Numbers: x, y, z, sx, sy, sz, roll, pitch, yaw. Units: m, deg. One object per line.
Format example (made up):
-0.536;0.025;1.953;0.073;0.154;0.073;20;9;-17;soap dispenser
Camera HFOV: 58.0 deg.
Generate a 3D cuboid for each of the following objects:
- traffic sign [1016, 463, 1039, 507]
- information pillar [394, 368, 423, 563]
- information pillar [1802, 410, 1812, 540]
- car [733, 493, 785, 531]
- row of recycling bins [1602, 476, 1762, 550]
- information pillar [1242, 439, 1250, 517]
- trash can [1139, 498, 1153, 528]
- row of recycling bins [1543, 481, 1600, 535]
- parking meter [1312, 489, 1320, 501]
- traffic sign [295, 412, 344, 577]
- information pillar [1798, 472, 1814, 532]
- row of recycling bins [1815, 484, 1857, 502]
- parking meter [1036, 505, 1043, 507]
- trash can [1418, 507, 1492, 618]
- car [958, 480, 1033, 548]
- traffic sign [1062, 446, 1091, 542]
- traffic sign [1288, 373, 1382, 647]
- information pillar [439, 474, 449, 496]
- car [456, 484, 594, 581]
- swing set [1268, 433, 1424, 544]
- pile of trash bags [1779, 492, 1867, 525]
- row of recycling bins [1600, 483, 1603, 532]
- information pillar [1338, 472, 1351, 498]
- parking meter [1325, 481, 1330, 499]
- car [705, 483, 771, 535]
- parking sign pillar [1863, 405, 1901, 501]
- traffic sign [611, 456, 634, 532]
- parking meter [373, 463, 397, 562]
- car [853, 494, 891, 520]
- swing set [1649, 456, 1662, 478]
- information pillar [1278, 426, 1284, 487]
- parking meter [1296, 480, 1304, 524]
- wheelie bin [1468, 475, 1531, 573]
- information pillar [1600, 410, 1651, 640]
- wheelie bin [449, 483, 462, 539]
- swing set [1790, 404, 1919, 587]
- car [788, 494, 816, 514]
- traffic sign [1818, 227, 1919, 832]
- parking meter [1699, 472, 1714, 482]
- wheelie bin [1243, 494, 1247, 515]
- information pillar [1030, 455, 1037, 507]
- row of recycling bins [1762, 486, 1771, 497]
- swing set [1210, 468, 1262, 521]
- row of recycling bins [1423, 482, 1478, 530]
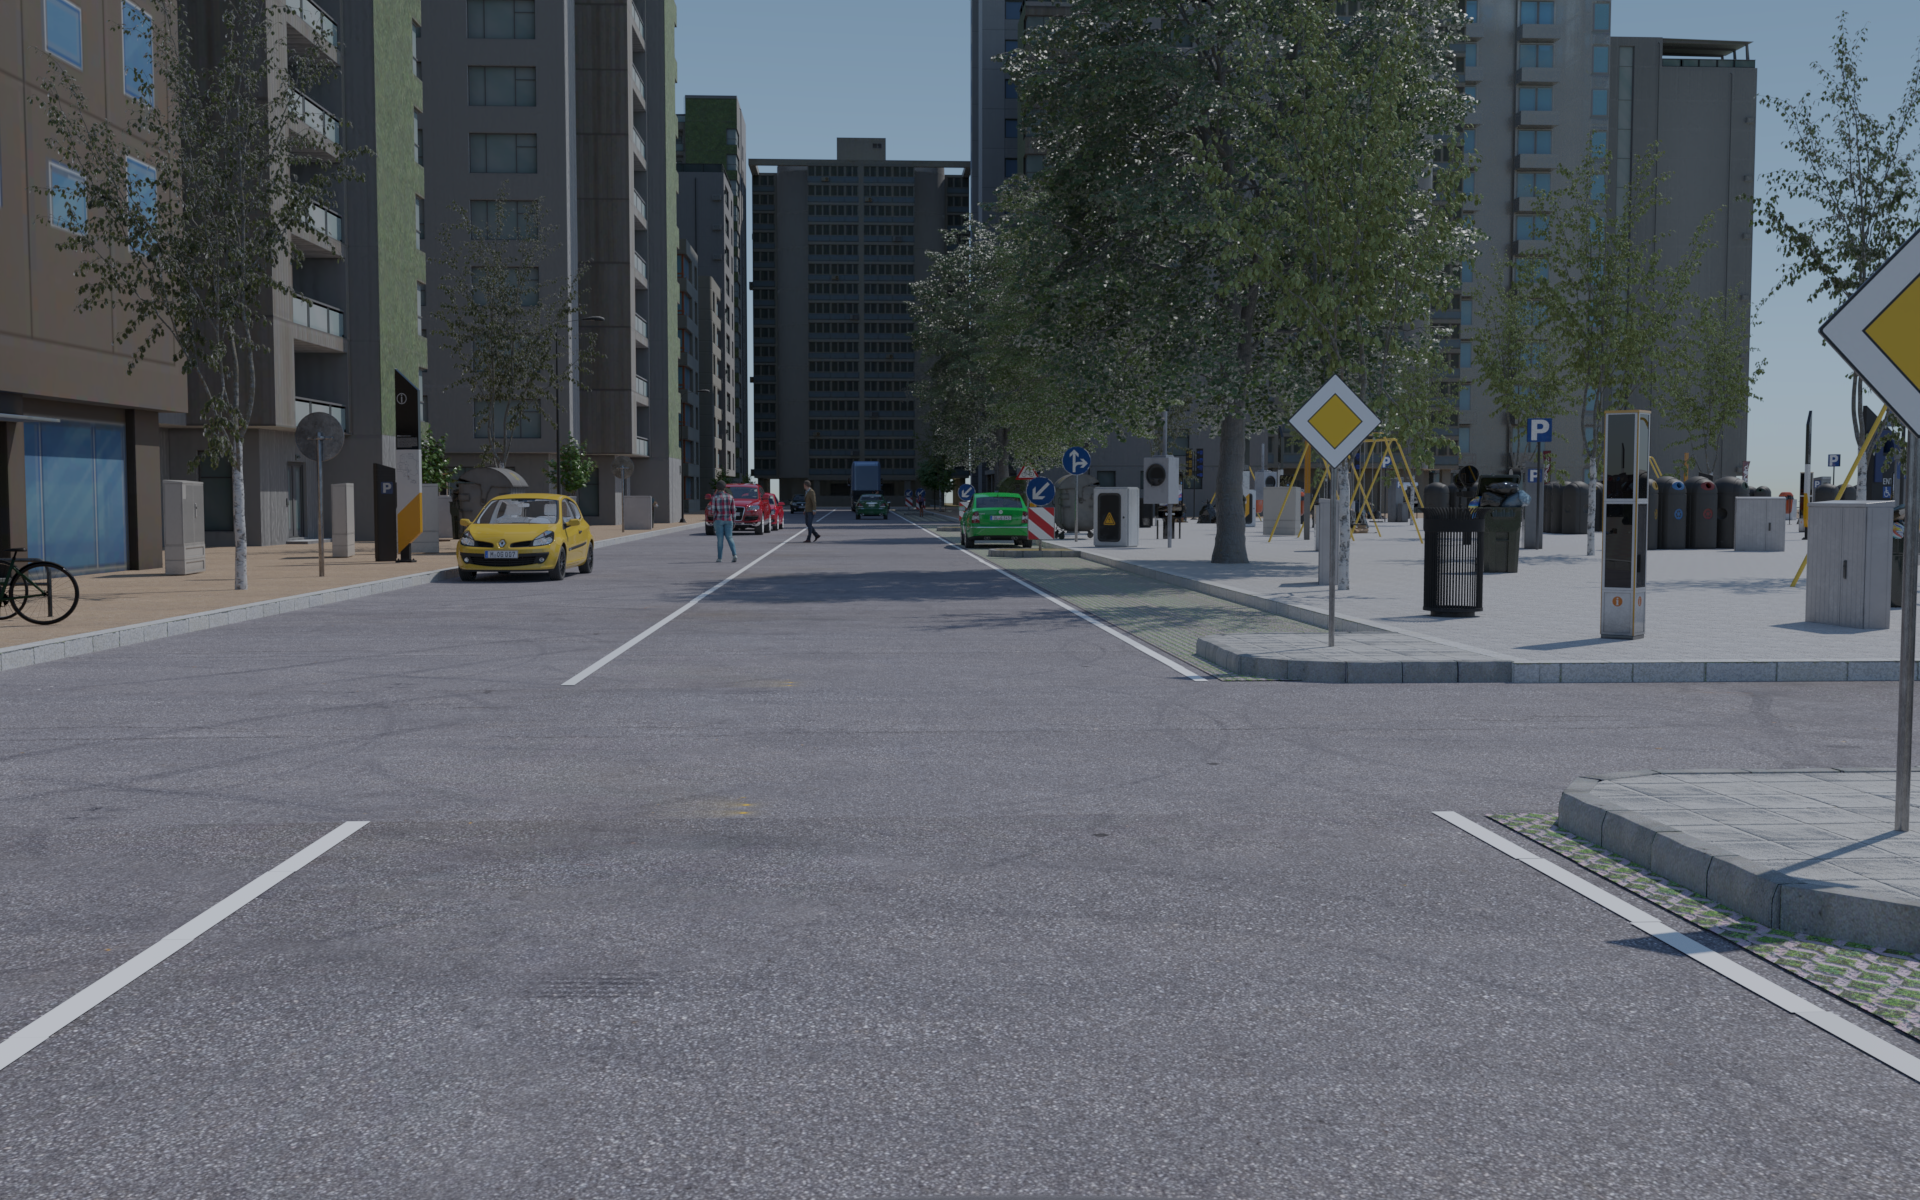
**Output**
2.479;-3.876;63.384;0.884;2.594;0.081;0;4;2;traffic sign
-10.313;-2.508;32.366;0.504;3.616;0.183;1;4;13;information pillar
23.682;-3.488;48.388;0.183;3.616;0.504;2;4;34;information pillar
-8.015;-3.659;68.861;2.155;1.783;4.494;0;4;-2;car
16.834;-2.035;40.384;3.534;1.692;1.069;-1;4;-21;row of recycling bins
10.210;-4.357;62.598;0.504;3.616;0.183;-1;4;-12;information pillar
7.049;-3.320;65.930;0.748;1.137;0.748;0;3;0;trash can
19.746;-3.027;56.610;1.069;1.692;3.534;0;4;4;row of recycling bins
17.881;-4.811;87.065;0.372;1.533;0.369;0;3;0;parking meter
-9.919;-1.635;26.838;0.768;2.556;0.104;0;4;2;traffic sign
28.361;-3.276;58.059;0.304;2.012;0.304;0;4;-7;information pillar
35.586;-3.791;69.095;3.534;1.692;1.069;-2;4;-24;row of recycling bins
3.396;-4.046;74.570;0.372;1.533;0.369;0;3;0;parking meter
5.181;-0.399;18.180;0.748;1.137;0.748;0;3;0;trash can
0.952;-2.335;46.975;1.959;1.807;4.718;0;4;-3;car
3.122;-2.834;46.442;0.768;2.556;0.104;0;4;5;traffic sign
3.122;-0.665;14.510;0.795;2.450;0.064;0;4;-3;traffic sign
-18.496;-3.525;62.120;0.304;2.012;0.304;0;4;-4;information pillar
-7.463;-1.203;29.890;2.015;1.641;3.980;0;4;-2;car
10.139;-2.912;45.238;2.862;2.851;3.119;-2;4;-25;swing set
36.017;-3.861;72.887;3.447;1.369;1.912;-1;4;-11;pile of trash bags
22.282;-3.113;58.004;1.069;1.692;3.534;-2;4;-24;row of recycling bins
12.864;-3.277;58.064;0.304;2.012;0.304;-3;5;-42;information pillar
16.869;-4.484;79.025;0.399;1.863;0.255;-2;4;-33;parking meter
-7.941;-3.277;62.257;2.281;1.827;5.304;0;4;-2;car
28.148;-3.940;52.891;1.447;3.967;1.447;-2;4;-23;parking sign pillar
-11.291;-3.540;57.977;0.768;2.556;0.104;0;4;0;traffic sign
-10.927;-1.667;32.966;0.399;1.863;0.255;-3;4;-36;parking meter
-5.016;-5.313;98.658;2.131;1.459;4.920;0;4;-2;car
28.181;-4.488;71.001;2.862;2.851;3.119;2;4;25;swing set
10.932;-4.143;59.099;0.183;3.616;0.504;0;4;-2;information pillar
14.478;-4.148;73.524;0.399;1.863;0.255;-1;4;-14;parking meter
8.851;-1.251;28.356;0.980;1.594;0.693;0;4;4;wheelie bin
5.890;-0.663;15.339;0.304;2.012;0.304;3;5;40;information pillar
-14.046;-2.520;49.116;0.980;1.594;0.693;2;4;34;wheelie bin
12.770;-1.506;22.238;2.862;2.851;3.119;0;4;5;swing set
-11.551;-7.154;126.752;2.009;1.686;4.222;0;4;-5;car
3.587;-0.177;6.538;0.795;2.450;0.064;0;4;-3;traffic sign
19.688;-2.445;45.694;0.399;1.863;0.255;2;4;29;parking meter
8.756;-2.883;55.038;0.693;1.594;0.980;1;4;11;wheelie bin
2.739;-4.503;64.973;0.183;3.616;0.504;-1;4;-19;information pillar
39.902;-4.980;88.532;1.069;1.692;3.534;-2;4;-25;row of recycling bins
12.827;-5.043;80.072;2.862;2.851;3.119;0;4;-2;swing set
18.064;-3.349;61.866;3.534;1.692;1.069;-2;4;-28;row of recycling bins
